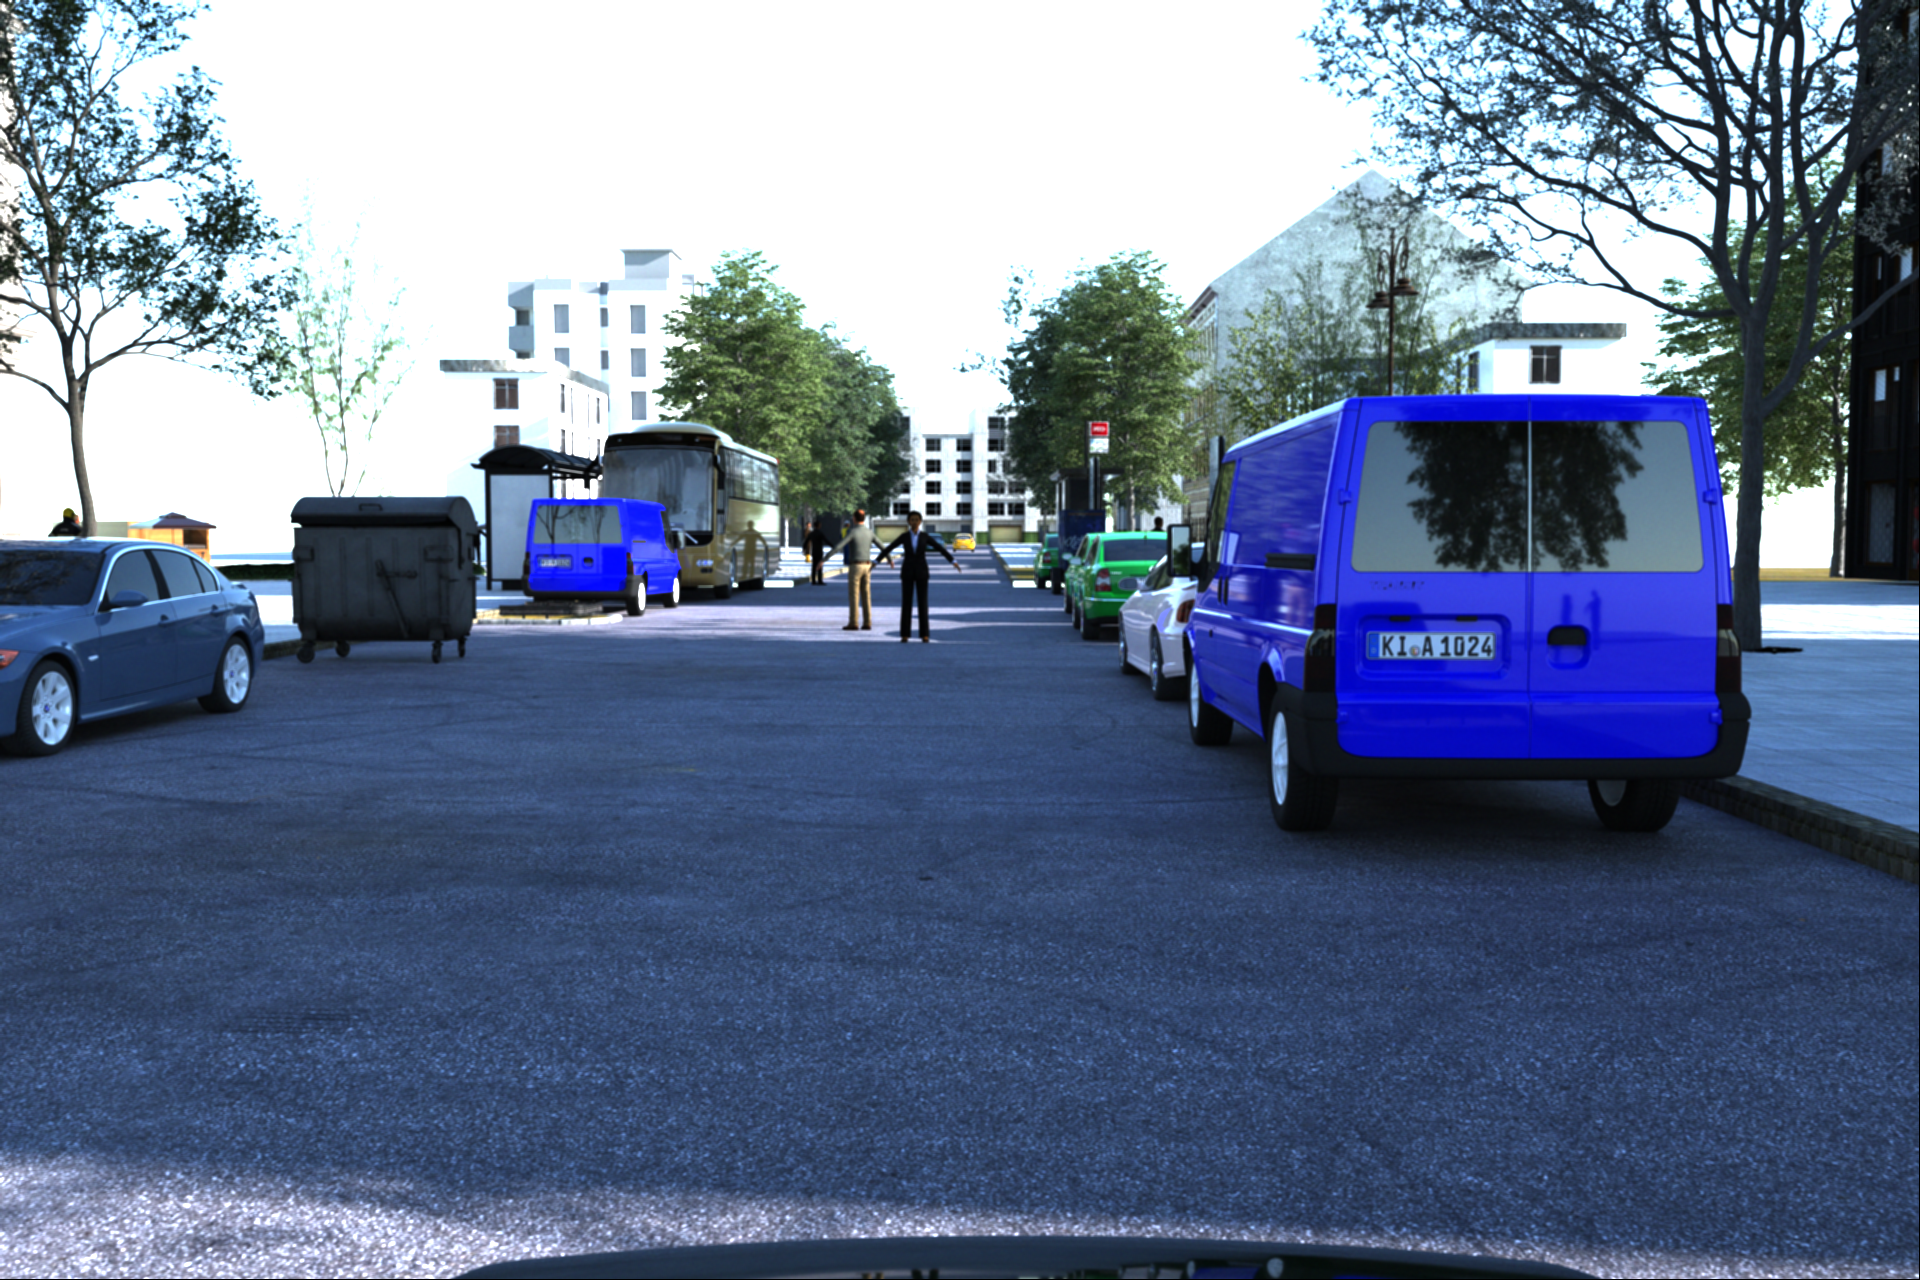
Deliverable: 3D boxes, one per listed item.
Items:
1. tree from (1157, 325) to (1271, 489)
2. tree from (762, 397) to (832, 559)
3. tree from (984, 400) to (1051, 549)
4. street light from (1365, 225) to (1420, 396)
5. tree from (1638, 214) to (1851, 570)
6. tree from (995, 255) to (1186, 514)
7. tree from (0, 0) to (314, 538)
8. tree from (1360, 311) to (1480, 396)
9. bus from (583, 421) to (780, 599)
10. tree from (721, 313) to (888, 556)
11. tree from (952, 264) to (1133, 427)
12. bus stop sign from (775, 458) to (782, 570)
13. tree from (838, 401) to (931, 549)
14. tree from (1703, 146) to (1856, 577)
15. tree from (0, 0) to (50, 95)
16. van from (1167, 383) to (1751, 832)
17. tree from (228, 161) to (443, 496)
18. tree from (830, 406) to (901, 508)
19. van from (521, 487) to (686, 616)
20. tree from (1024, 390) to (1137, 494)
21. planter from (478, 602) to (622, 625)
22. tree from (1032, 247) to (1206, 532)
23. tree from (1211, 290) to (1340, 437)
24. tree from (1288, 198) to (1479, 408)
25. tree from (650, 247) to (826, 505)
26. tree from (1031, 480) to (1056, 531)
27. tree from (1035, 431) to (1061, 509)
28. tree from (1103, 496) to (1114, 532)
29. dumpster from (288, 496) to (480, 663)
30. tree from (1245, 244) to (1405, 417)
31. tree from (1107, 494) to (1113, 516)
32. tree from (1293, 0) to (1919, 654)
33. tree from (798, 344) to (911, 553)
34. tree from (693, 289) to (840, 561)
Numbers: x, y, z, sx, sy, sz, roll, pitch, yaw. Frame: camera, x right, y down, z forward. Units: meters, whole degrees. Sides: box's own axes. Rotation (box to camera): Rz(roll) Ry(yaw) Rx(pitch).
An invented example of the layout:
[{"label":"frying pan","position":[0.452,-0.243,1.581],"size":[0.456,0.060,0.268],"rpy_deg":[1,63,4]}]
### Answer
[{"label":"tree","position":[9.193,-6.746,60.660],"size":[4.360,8.622,3.978],"rpy_deg":[0,3,0]},{"label":"tree","position":[-9.263,-8.529,89.809],"size":[4.360,8.622,3.978],"rpy_deg":[0,3,0]},{"label":"tree","position":[7.470,-14.812,152.545],"size":[12.009,13.543,11.850],"rpy_deg":[0,3,0]},{"label":"street light","position":[6.526,-3.272,26.289],"size":[0.468,5.910,1.993],"rpy_deg":[0,4,1]},{"label":"tree","position":[28.191,-8.806,62.100],"size":[7.486,12.596,7.792],"rpy_deg":[0,3,0]},{"label":"tree","position":[6.288,-10.661,80.968],"size":[9.857,13.997,8.962],"rpy_deg":[0,3,0]},{"label":"tree","position":[-13.168,-5.567,25.429],"size":[7.601,10.594,8.767],"rpy_deg":[-1,4,-9]},{"label":"tree","position":[15.072,-6.490,56.477],"size":[4.737,8.622,4.395],"rpy_deg":[0,3,0]},{"label":"bus","position":[-6.235,-3.057,41.526],"size":[2.896,3.916,12.252],"rpy_deg":[0,4,0]},{"label":"tree","position":[-8.883,-11.809,99.735],"size":[9.857,13.997,8.962],"rpy_deg":[0,3,0]},{"label":"tree","position":[6.247,-16.305,122.480],"size":[12.611,20.169,13.585],"rpy_deg":[0,3,0]},{"label":"bus stop sign","position":[-6.711,-4.425,61.058],"size":[0.855,3.939,0.416],"rpy_deg":[0,4,1]},{"label":"tree","position":[-7.661,-14.622,149.435],"size":[12.009,13.543,11.850],"rpy_deg":[0,3,0]},{"label":"tree","position":[25.833,-8.151,51.393],"size":[7.486,12.596,7.792],"rpy_deg":[0,3,0]},{"label":"tree","position":[-12.512,-6.333,13.908],"size":[12.009,13.543,11.850],"rpy_deg":[0,3,0]},{"label":"van","position":[2.486,-0.343,9.999],"size":[2.240,2.365,5.245],"rpy_deg":[0,4,1]},{"label":"tree","position":[-12.595,-5.174,34.959],"size":[4.360,8.622,3.978],"rpy_deg":[0,3,0]},{"label":"tree","position":[-8.269,-12.856,135.953],"size":[9.928,11.665,9.643],"rpy_deg":[0,3,0]},{"label":"van","position":[-6.451,-1.684,31.913],"size":[2.240,2.365,5.245],"rpy_deg":[0,4,0]},{"label":"tree","position":[7.123,-10.132,100.063],"size":[7.601,10.594,8.767],"rpy_deg":[-3,4,-39]},{"label":"planter","position":[-6.615,-0.438,28.307],"size":[1.991,0.319,1.994],"rpy_deg":[0,4,1]},{"label":"tree","position":[6.494,-9.233,69.092],"size":[7.486,12.596,7.792],"rpy_deg":[0,3,0]},{"label":"tree","position":[9.803,-6.293,53.253],"size":[4.737,8.622,4.395],"rpy_deg":[0,3,0]},{"label":"tree","position":[8.916,-5.264,36.428],"size":[4.360,8.622,3.978],"rpy_deg":[0,3,0]},{"label":"tree","position":[-8.877,-9.212,68.749],"size":[7.486,12.596,7.792],"rpy_deg":[0,3,0]},{"label":"tree","position":[7.917,-11.378,136.387],"size":[4.360,8.622,3.978],"rpy_deg":[0,3,0]},{"label":"tree","position":[6.710,-9.774,110.170],"size":[4.360,8.622,3.978],"rpy_deg":[0,3,0]},{"label":"tree","position":[20.877,-17.608,238.252],"size":[4.737,8.622,4.395],"rpy_deg":[0,3,0]},{"label":"dumpster","position":[-6.511,-0.699,19.639],"size":[1.865,1.857,1.264],"rpy_deg":[0,4,0]},{"label":"tree","position":[9.081,-5.783,44.910],"size":[4.360,8.622,3.978],"rpy_deg":[0,3,0]},{"label":"tree","position":[23.066,-17.977,244.281],"size":[4.360,8.622,3.978],"rpy_deg":[0,3,0]},{"label":"tree","position":[8.785,-6.627,18.720],"size":[12.009,13.543,11.850],"rpy_deg":[0,3,0]},{"label":"tree","position":[-7.715,-12.841,116.610],"size":[9.857,13.997,8.962],"rpy_deg":[0,3,0]},{"label":"tree","position":[-8.919,-9.941,80.664],"size":[7.486,12.596,7.792],"rpy_deg":[0,3,0]}]
